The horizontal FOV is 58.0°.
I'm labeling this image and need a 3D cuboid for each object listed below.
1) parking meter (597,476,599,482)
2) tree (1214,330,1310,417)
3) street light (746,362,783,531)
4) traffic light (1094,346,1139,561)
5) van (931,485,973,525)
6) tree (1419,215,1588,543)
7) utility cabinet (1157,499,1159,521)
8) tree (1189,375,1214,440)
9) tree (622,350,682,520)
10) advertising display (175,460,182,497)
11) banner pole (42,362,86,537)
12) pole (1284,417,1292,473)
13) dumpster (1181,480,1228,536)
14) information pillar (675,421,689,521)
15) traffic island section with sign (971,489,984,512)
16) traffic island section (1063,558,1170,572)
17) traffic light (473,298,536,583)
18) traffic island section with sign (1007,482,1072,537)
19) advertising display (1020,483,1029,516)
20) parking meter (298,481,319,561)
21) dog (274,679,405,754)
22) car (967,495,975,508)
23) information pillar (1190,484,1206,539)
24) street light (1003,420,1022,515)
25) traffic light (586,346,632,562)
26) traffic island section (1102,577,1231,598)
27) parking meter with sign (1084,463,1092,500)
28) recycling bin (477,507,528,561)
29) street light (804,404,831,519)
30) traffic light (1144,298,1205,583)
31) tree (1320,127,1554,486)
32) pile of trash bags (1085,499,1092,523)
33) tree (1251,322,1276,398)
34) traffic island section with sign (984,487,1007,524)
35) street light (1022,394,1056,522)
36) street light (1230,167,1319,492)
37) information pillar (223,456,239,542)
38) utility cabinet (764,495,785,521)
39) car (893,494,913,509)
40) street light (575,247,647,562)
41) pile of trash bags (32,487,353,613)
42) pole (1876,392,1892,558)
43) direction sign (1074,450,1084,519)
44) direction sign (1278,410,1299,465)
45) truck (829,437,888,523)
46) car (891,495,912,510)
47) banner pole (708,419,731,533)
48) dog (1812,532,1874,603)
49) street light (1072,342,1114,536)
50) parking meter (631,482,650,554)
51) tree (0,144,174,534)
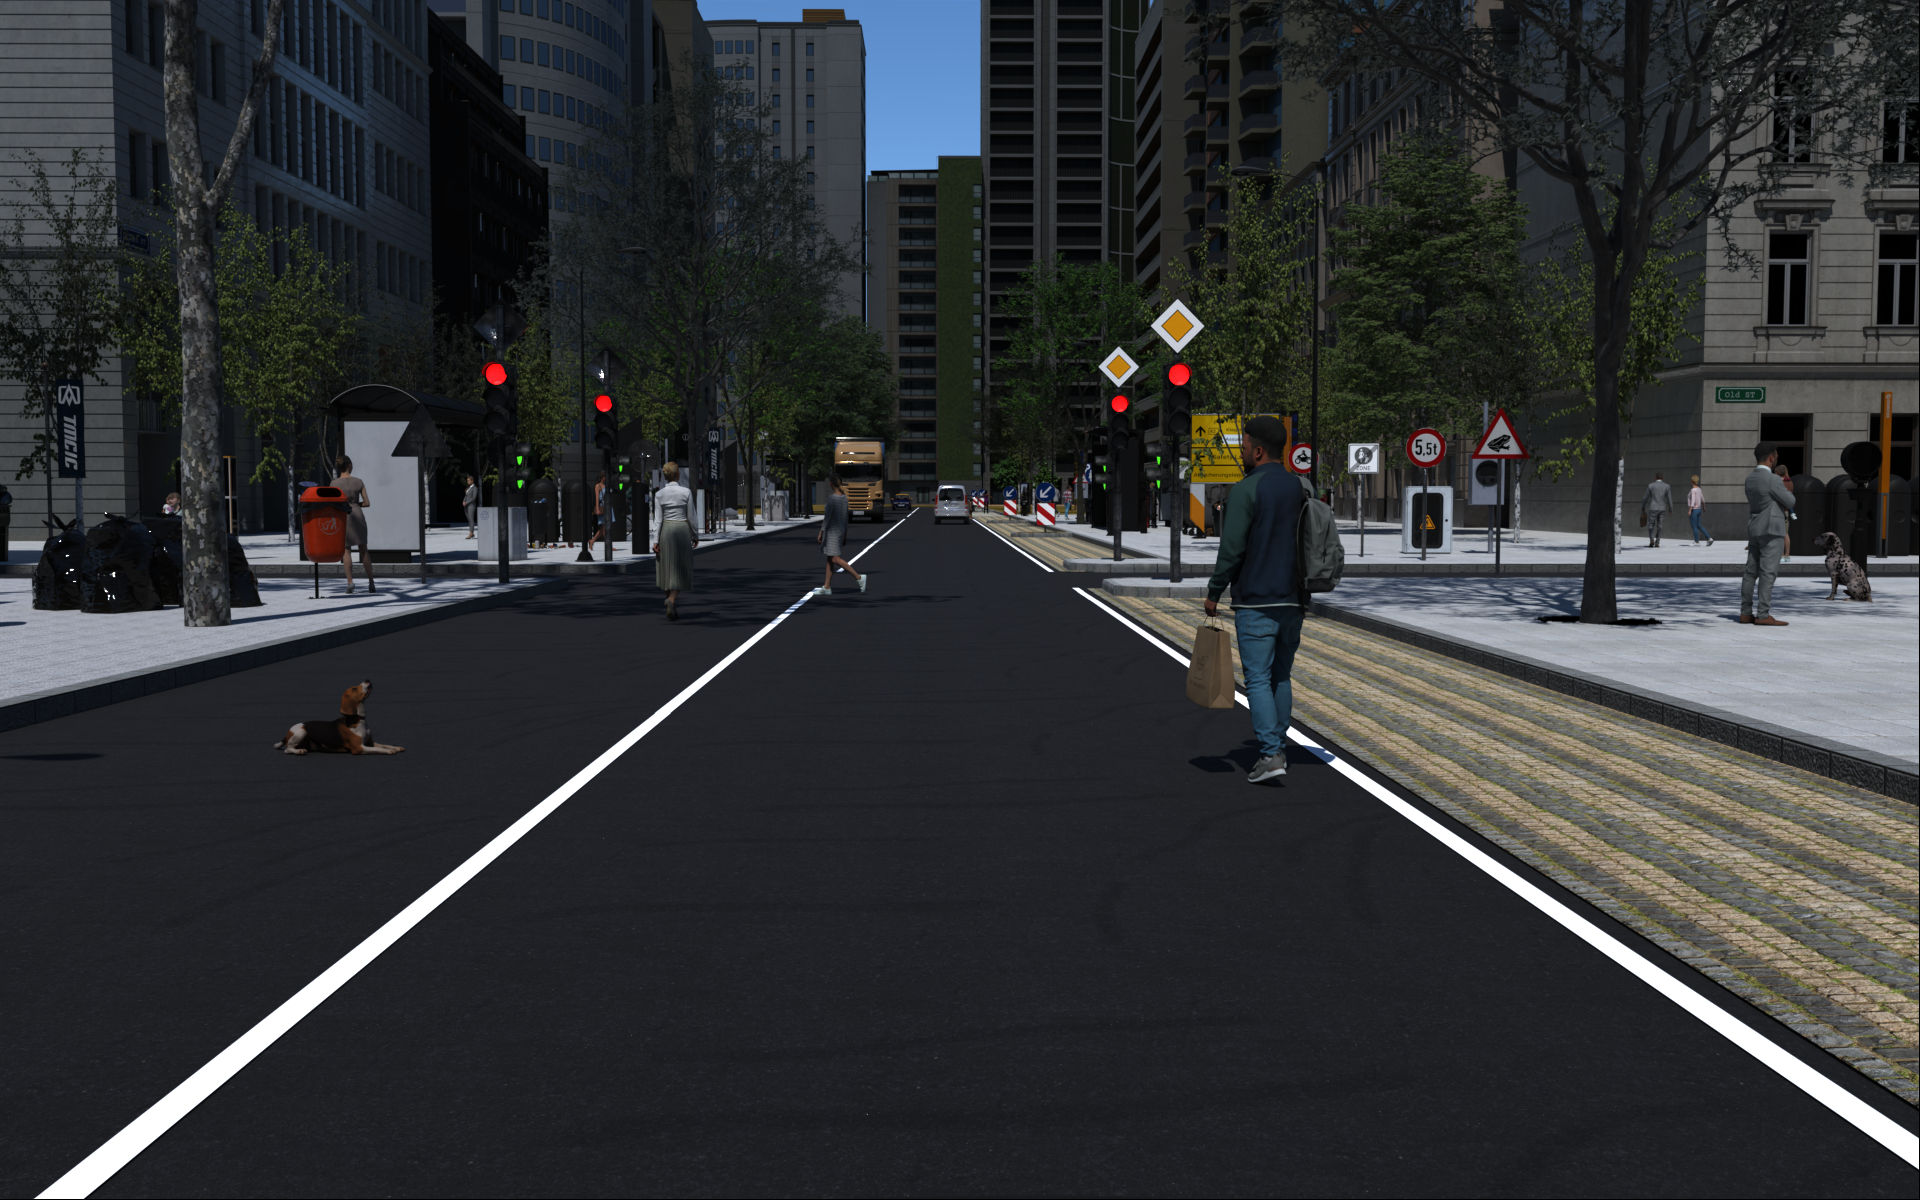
[{"bbox_3d":[-11.710,-3.126,56.825,0.255,1.863,0.399,1,4,22],"label":"parking meter"},{"bbox_3d":[13.273,-7.635,75.199,4.360,8.622,3.978,0,3,0],"label":"tree"},{"bbox_3d":[-6.846,-5.406,60.925,1.470,5.913,1.316,0,4,-1],"label":"street light"},{"bbox_3d":[2.991,-2.696,32.995,0.839,4.253,0.868,0,4,-1],"label":"traffic light"},{"bbox_3d":[-0.376,-4.632,82.741,2.013,2.044,4.112,0,4,1],"label":"van"},{"bbox_3d":[14.321,-5.778,44.825,4.360,8.622,3.978,0,3,0],"label":"tree"},{"bbox_3d":[9.273,-4.431,83.605,0.306,1.237,1.020,-1,4,-19],"label":"utility cabinet"},{"bbox_3d":[14.888,-9.231,101.292,4.360,8.622,3.978,0,3,0],"label":"tree"},{"bbox_3d":[-15.635,-8.296,85.997,4.737,8.622,4.395,0,3,0],"label":"tree"},{"bbox_3d":[-14.748,-1.717,33.280,0.123,1.923,0.974,0,4,4],"label":"advertising display"},{"bbox_3d":[-17.137,-2.632,33.057,0.863,3.779,0.401,-2,4,-31],"label":"banner pole"},{"bbox_3d":[8.651,-3.176,45.764,0.158,3.312,0.155,0,3,0],"label":"pole"},{"bbox_3d":[7.600,-2.936,53.760,1.264,1.857,1.865,0,4,-1],"label":"dumpster"},{"bbox_3d":[-8.700,-3.858,54.436,0.504,3.616,0.183,-2,4,-33],"label":"information pillar"},{"bbox_3d":[1.617,-7.720,134.854,1.989,1.847,2.006,0,4,-1],"label":"traffic island section with sign"},{"bbox_3d":[3.031,-0.662,33.109,2.009,0.180,2.903,0,4,-1],"label":"traffic island section"},{"bbox_3d":[-6.558,-2.198,24.859,0.839,4.253,0.868,0,4,-1],"label":"traffic light"},{"bbox_3d":[2.698,-3.002,57.705,1.989,1.847,2.006,0,4,-1],"label":"traffic island section with sign"},{"bbox_3d":[3.762,-5.829,100.510,0.123,1.923,0.974,-1,4,-23],"label":"advertising display"},{"bbox_3d":[-12.535,-1.526,33.358,0.372,1.533,0.369,0,3,0],"label":"parking meter"},{"bbox_3d":[-3.484,0.644,9.671,0.550,0.427,0.748,-3,5,-40],"label":"dog"},{"bbox_3d":[0.731,-10.203,179.397,1.945,1.354,3.894,0,4,1],"label":"car"},{"bbox_3d":[6.837,-3.573,49.766,0.504,3.616,0.183,-2,4,-32],"label":"information pillar"},{"bbox_3d":[3.345,-8.294,108.153,1.470,5.913,1.316,0,4,-1],"label":"street light"},{"bbox_3d":[-6.670,-2.686,32.844,0.839,4.253,0.868,0,4,-1],"label":"traffic light"},{"bbox_3d":[3.143,-0.174,25.125,2.009,0.180,2.903,0,4,-1],"label":"traffic island section"},{"bbox_3d":[7.906,-6.298,99.232,1.738,3.016,0.543,-3,5,-42],"label":"parking meter with sign"},{"bbox_3d":[-8.831,-1.277,33.431,0.722,1.027,0.722,1,4,11],"label":"recycling bin"},{"bbox_3d":[-7.330,-7.124,89.019,1.470,5.913,1.316,0,4,-1],"label":"street light"},{"bbox_3d":[3.102,-2.207,25.010,0.839,4.253,0.868,0,4,-1],"label":"traffic light"},{"bbox_3d":[14.823,-8.324,54.224,7.486,12.596,7.792,0,3,0],"label":"tree"},{"bbox_3d":[6.585,-4.202,78.453,1.912,1.369,3.447,0,4,0],"label":"pile of trash bags"},{"bbox_3d":[13.546,-10.251,93.365,9.928,11.665,9.643,0,3,0],"label":"tree"},{"bbox_3d":[2.310,-4.650,84.658,1.989,1.847,2.006,0,4,-1],"label":"traffic island section with sign"},{"bbox_3d":[3.772,-6.614,80.673,1.470,5.913,1.316,0,4,-1],"label":"street light"},{"bbox_3d":[4.534,-3.193,24.749,1.470,5.913,1.316,0,4,-1],"label":"street light"},{"bbox_3d":[-14.263,-1.787,33.702,0.304,2.012,0.304,0,4,1],"label":"information pillar"},{"bbox_3d":[-8.723,-4.303,81.522,1.020,1.237,0.306,2,4,27],"label":"utility cabinet"},{"bbox_3d":[-5.417,-9.307,162.385,2.015,1.641,3.980,0,4,-1],"label":"car"},{"bbox_3d":[-6.584,-3.682,32.736,1.470,5.913,1.316,0,4,-1],"label":"street light"},{"bbox_3d":[-8.754,-0.632,20.089,3.447,1.369,1.912,-3,5,-43],"label":"pile of trash bags"},{"bbox_3d":[18.484,-2.495,34.639,0.158,3.312,0.155,0,3,0],"label":"pole"},{"bbox_3d":[6.152,-5.974,89.666,0.379,3.537,0.876,-2,4,-31],"label":"direction sign"},{"bbox_3d":[8.932,-3.380,47.262,0.379,3.537,0.876,-2,4,-27],"label":"direction sign"},{"bbox_3d":[-5.048,-6.049,87.811,2.839,4.237,11.283,0,4,-2],"label":"truck"},{"bbox_3d":[-5.253,-8.771,155.983,1.945,1.354,3.894,0,4,-1],"label":"car"},{"bbox_3d":[-8.013,-4.121,57.391,0.863,3.779,0.401,-3,5,-41],"label":"banner pole"},{"bbox_3d":[10.682,-0.388,20.728,0.513,0.831,0.800,-1,4,-15],"label":"dog"},{"bbox_3d":[4.124,-4.927,53.101,1.470,5.913,1.316,0,4,-1],"label":"street light"},{"bbox_3d":[-6.808,-1.743,36.903,0.372,1.533,0.369,0,3,0],"label":"parking meter"},{"bbox_3d":[-18.569,-5.227,35.828,4.360,8.622,3.978,0,3,0],"label":"tree"}]
